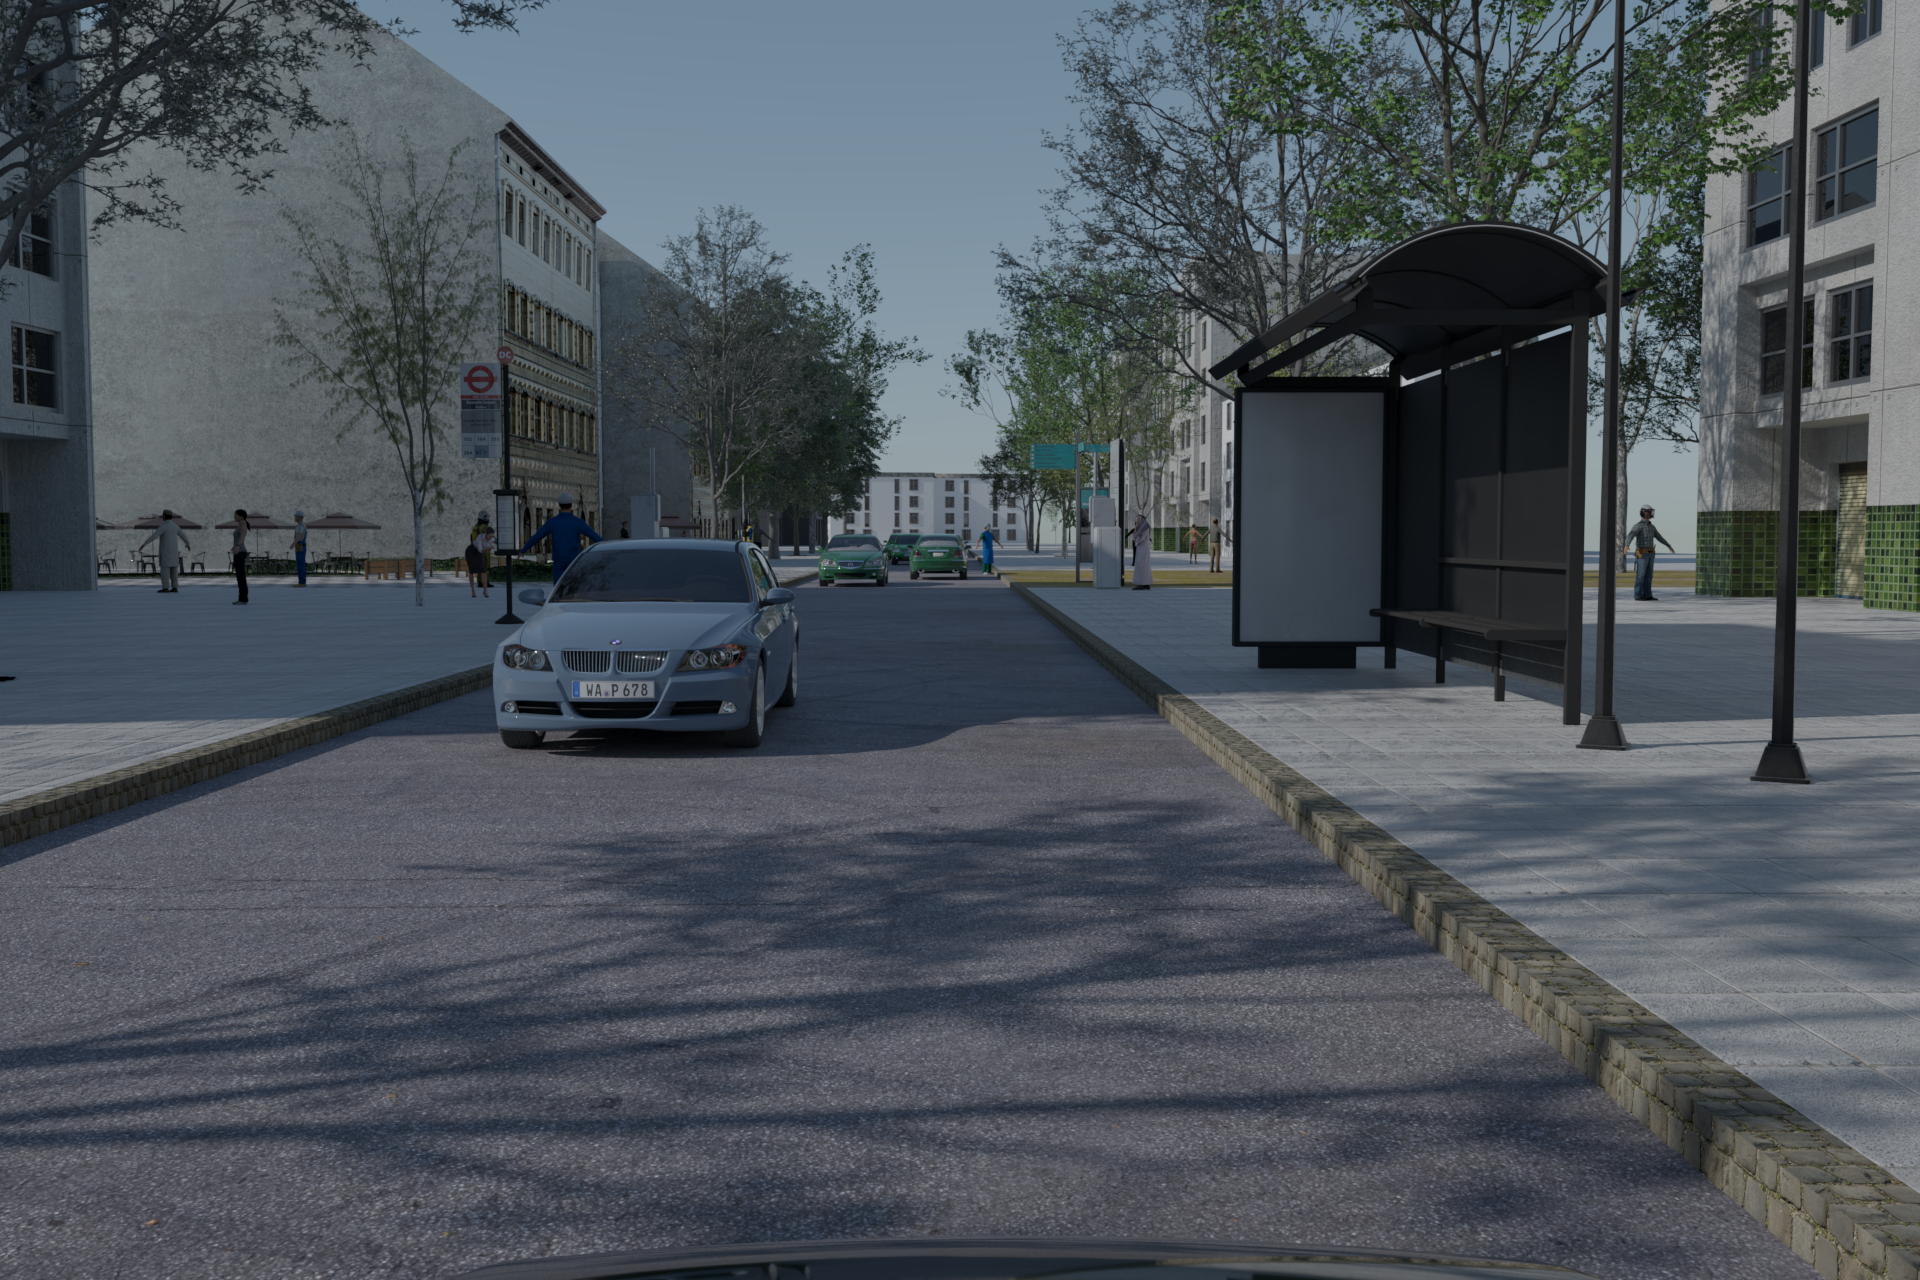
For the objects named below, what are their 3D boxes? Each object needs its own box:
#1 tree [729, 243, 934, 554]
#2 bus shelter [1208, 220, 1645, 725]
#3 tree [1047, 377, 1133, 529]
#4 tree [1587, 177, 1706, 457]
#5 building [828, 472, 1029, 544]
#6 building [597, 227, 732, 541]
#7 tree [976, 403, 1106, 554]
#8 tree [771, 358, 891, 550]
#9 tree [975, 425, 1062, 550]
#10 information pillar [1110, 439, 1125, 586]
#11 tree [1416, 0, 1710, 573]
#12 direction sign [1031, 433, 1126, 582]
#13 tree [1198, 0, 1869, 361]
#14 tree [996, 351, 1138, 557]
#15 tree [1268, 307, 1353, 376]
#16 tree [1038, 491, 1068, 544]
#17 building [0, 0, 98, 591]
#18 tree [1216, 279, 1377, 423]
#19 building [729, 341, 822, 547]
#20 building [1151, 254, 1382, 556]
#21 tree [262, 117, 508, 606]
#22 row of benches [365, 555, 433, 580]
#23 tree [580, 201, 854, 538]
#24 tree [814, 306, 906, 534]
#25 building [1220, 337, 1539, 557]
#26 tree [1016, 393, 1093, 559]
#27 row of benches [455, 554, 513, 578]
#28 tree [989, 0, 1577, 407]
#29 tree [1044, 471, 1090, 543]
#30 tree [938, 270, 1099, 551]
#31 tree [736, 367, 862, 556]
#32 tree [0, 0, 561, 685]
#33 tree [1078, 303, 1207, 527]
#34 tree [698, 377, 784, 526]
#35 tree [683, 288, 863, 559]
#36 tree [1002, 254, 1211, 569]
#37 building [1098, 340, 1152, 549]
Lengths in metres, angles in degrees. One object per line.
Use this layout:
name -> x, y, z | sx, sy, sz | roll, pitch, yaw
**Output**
tree -> -8.484, -15.681, 112.275 | 12.611, 20.169, 13.585 | 0, 3, 0
bus shelter -> 3.394, -1.227, 13.978 | 2.014, 3.302, 5.546 | 0, 3, 0
tree -> 6.004, -7.769, 77.386 | 4.737, 8.622, 4.395 | 0, 3, 0
tree -> 19.082, -6.694, 43.853 | 7.601, 10.594, 8.767 | 1, 4, 8
building -> -4.149, -17.828, 236.098 | 28.070, 9.664, 9.099 | -1, 4, -9
building -> -26.481, -17.691, 120.172 | 19.493, 23.208, 18.063 | 0, 4, 0
tree -> 5.191, -10.970, 113.766 | 8.767, 10.594, 7.601 | -1, 4, -21
tree -> -9.978, -13.436, 126.331 | 9.857, 13.997, 8.962 | 0, 3, 0
tree -> 5.359, -12.784, 143.434 | 7.601, 10.594, 8.767 | 2, 4, 29
information pillar -> 3.945, -3.187, 43.429 | 0.184, 3.620, 1.656 | 0, 4, -2
tree -> 20.966, -12.209, 55.514 | 12.611, 20.169, 13.585 | 0, 3, 0
direction sign -> 3.149, -3.459, 45.311 | 2.525, 3.948, 1.411 | 0, 4, -2
tree -> 6.429, -5.800, 20.593 | 9.928, 11.665, 9.643 | 0, 3, 0
tree -> 6.037, -10.473, 96.981 | 9.928, 11.665, 9.643 | 0, 3, 0
tree -> 11.058, -6.448, 55.788 | 4.737, 8.622, 4.395 | 0, 3, 0
tree -> 13.059, -17.225, 231.986 | 4.360, 8.622, 3.978 | 0, 3, 0
building -> -27.828, -9.580, 23.090 | 16.747, 18.905, 31.486 | 0, 4, -1
tree -> 9.155, -5.999, 48.452 | 4.737, 8.622, 4.395 | 0, 3, 0
building -> -29.826, -21.029, 187.793 | 27.936, 21.610, 32.646 | 0, 4, -1
building -> 23.194, -15.387, 118.042 | 16.747, 18.905, 31.486 | 0, 3, 0
tree -> -9.479, -4.922, 30.835 | 4.360, 8.622, 3.978 | 0, 3, 0
row of benches -> -16.216, -2.116, 50.063 | 1.422, 0.672, 4.104 | 0, 4, 1
tree -> -8.939, -9.369, 63.548 | 12.009, 13.543, 11.850 | 0, 3, 0
tree -> -10.744, -17.781, 146.608 | 12.611, 20.169, 13.585 | 0, 3, 0
building -> 19.879, -8.903, 87.718 | 9.099, 9.664, 28.070 | 0, 4, 0
tree -> 5.255, -8.470, 88.850 | 4.737, 8.622, 4.395 | 0, 3, 0
row of benches -> -14.500, -2.282, 52.777 | 1.422, 0.672, 4.104 | 0, 4, 1
tree -> 6.054, -7.462, 32.367 | 12.009, 13.543, 11.850 | 0, 3, 0
tree -> 15.047, -19.178, 239.313 | 9.928, 11.665, 9.643 | 0, 3, 0
tree -> 4.758, -16.595, 127.210 | 12.611, 20.169, 13.585 | 0, 3, 0
tree -> -9.454, -10.704, 100.763 | 9.928, 11.665, 9.643 | 0, 3, 0
tree -> -8.626, -6.367, 14.463 | 12.009, 13.543, 11.850 | 0, 3, 0
tree -> 5.810, -6.389, 54.821 | 4.360, 8.622, 3.978 | 0, 3, 0
tree -> -9.805, -7.877, 79.150 | 4.737, 8.622, 4.395 | 0, 3, 0
tree -> -9.606, -11.108, 88.269 | 9.857, 13.997, 8.962 | 0, 3, 0
tree -> 5.402, -8.443, 63.795 | 9.928, 11.665, 9.643 | 0, 3, 0
building -> 22.902, -18.297, 165.606 | 16.747, 18.905, 31.486 | 0, 4, 0
